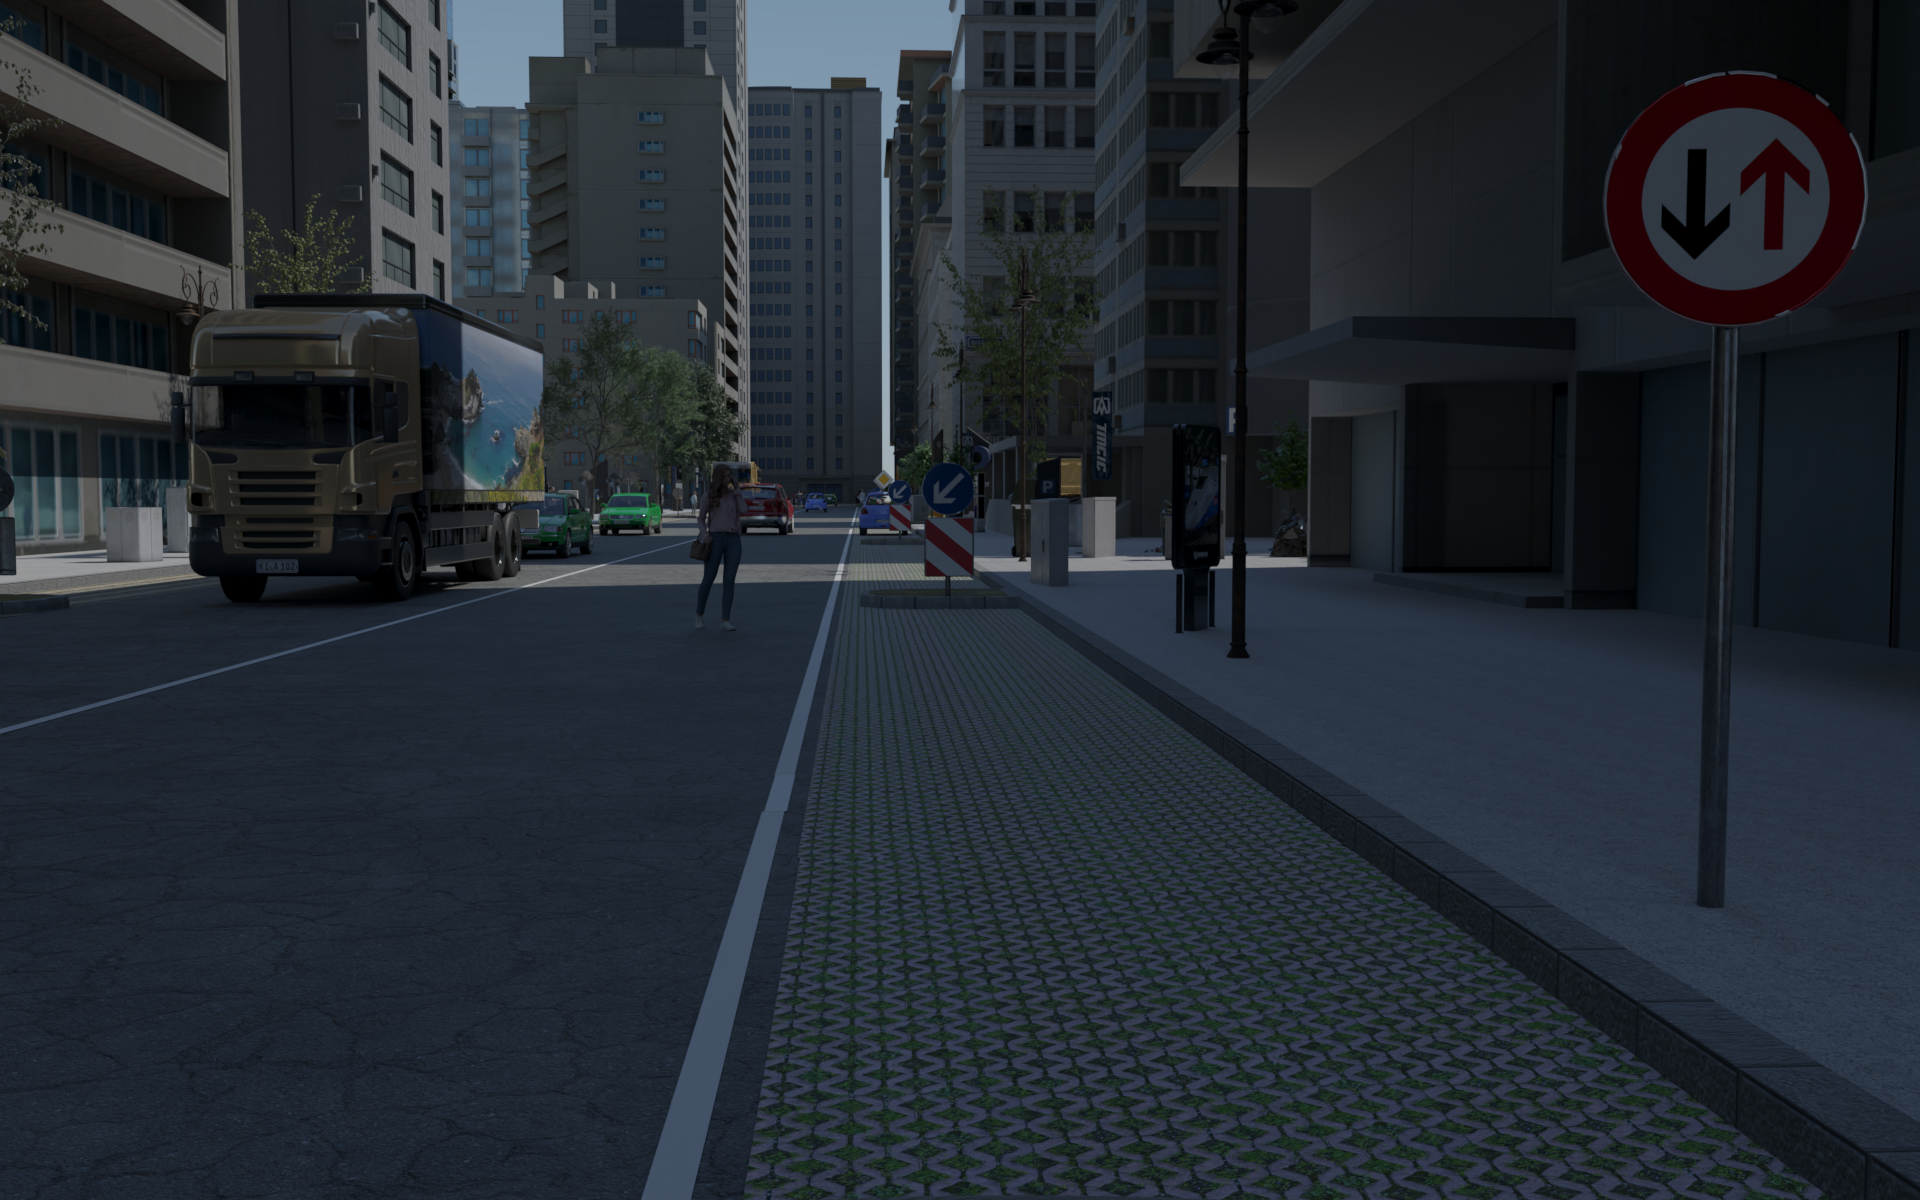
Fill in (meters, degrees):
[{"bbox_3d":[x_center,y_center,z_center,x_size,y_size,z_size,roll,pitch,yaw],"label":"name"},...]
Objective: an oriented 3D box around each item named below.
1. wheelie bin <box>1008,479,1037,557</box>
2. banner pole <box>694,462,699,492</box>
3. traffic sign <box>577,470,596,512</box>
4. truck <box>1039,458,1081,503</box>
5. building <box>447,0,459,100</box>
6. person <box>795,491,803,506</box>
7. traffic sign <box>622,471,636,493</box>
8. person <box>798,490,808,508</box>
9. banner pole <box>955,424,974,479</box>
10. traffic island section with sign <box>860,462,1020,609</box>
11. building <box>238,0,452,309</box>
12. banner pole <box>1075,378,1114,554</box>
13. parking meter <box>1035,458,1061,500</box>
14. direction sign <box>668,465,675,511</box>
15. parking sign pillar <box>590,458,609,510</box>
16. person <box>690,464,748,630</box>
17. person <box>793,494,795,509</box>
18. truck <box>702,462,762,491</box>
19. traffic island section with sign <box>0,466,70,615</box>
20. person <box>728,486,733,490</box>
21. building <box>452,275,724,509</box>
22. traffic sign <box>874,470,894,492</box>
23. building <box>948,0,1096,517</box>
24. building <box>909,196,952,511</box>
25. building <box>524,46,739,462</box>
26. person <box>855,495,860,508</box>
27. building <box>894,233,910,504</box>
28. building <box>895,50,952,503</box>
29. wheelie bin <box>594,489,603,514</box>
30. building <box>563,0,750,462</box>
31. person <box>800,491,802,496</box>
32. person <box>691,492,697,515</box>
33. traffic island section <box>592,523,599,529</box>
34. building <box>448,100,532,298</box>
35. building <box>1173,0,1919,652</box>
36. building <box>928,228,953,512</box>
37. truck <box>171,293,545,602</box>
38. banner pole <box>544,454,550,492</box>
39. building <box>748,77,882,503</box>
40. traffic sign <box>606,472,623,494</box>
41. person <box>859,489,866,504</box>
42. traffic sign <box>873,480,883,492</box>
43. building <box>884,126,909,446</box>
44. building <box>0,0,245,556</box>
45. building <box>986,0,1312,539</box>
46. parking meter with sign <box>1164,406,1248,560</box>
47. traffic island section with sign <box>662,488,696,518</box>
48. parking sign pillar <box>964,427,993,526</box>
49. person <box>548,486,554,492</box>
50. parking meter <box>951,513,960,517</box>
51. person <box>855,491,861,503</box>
[{"bbox_3d":[1.433,-1.676,35.304,0.980,1.594,0.693,2,4,29],"label":"wheelie bin"},{"bbox_3d":[-20.702,-8.923,135.903,0.401,3.779,0.863,2,4,24],"label":"banner pole"},{"bbox_3d":[-15.263,-4.110,70.839,0.795,2.450,0.064,0,4,-3],"label":"traffic sign"},{"bbox_3d":[7.417,-4.894,75.934,9.791,3.379,3.469,0,4,-2],"label":"truck"},{"bbox_3d":[-83.812,-56.938,243.605,31.000,86.520,22.319,0,4,-3],"label":"building"},{"bbox_3d":[-19.498,-12.290,209.530,1.350,1.814,0.705,-2,4,-25],"label":"person"},{"bbox_3d":[-18.438,-5.896,96.503,0.768,2.556,0.104,0,4,1],"label":"traffic sign"},{"bbox_3d":[-15.529,-10.088,173.529,1.350,1.814,0.705,0,4,-1],"label":"person"},{"bbox_3d":[0.108,-4.420,62.284,0.863,3.779,0.401,0,4,-2],"label":"banner pole"},{"bbox_3d":[-0.294,-0.841,22.372,1.989,1.847,2.006,0,4,-3],"label":"traffic island section with sign"},{"bbox_3d":[-26.160,-17.735,61.667,14.107,30.474,14.160,0,4,-3],"label":"building"},{"bbox_3d":[2.895,-2.886,37.207,0.863,3.779,0.401,2,4,25],"label":"banner pole"},{"bbox_3d":[1.416,-1.357,27.904,0.399,1.863,0.255,1,4,12],"label":"parking meter"},{"bbox_3d":[-22.468,-8.743,134.944,0.876,3.537,0.379,3,5,40],"label":"direction sign"},{"bbox_3d":[-26.979,-8.636,129.669,1.447,3.967,1.447,0,4,-7],"label":"parking sign pillar"},{"bbox_3d":[-2.581,-0.566,18.345,0.593,1.750,0.643,-1,4,-20],"label":"person"},{"bbox_3d":[-15.685,-9.305,163.897,0.557,1.426,1.065,0,4,-4],"label":"person"},{"bbox_3d":[-13.725,-6.735,106.035,3.469,3.379,9.791,0,4,-4],"label":"truck"},{"bbox_3d":[-12.112,-0.764,21.121,1.989,1.847,2.006,0,4,-3],"label":"traffic island section with sign"},{"bbox_3d":[-10.393,-4.269,78.469,0.661,1.801,0.590,1,4,15],"label":"person"},{"bbox_3d":[-37.811,-19.715,167.379,27.650,21.520,28.899,0,4,-3],"label":"building"},{"bbox_3d":[-3.137,-4.151,71.510,0.795,2.450,0.064,0,4,-3],"label":"traffic sign"},{"bbox_3d":[14.603,-18.862,85.882,29.804,29.767,11.434,0,4,-3],"label":"building"},{"bbox_3d":[4.365,-18.755,139.931,16.112,22.955,30.059,0,4,-3],"label":"building"},{"bbox_3d":[-36.065,-34.768,192.154,21.300,48.544,21.600,0,4,-3],"label":"building"},{"bbox_3d":[-10.726,-10.488,183.162,0.799,1.438,0.628,1,4,15],"label":"person"},{"bbox_3d":[-0.400,-25.809,193.671,14.160,30.474,14.107,0,4,-3],"label":"building"},{"bbox_3d":[4.820,-31.587,171.068,22.147,44.769,28.867,0,4,-3],"label":"building"},{"bbox_3d":[-23.302,-6.311,111.093,0.693,1.594,0.980,-3,5,-41],"label":"wheelie bin"},{"bbox_3d":[-37.353,-47.635,217.080,20.611,71.187,20.563,0,4,-3],"label":"building"},{"bbox_3d":[-20.814,-13.325,226.456,1.348,1.812,0.705,0,4,1],"label":"person"},{"bbox_3d":[-18.177,-6.623,118.593,0.330,1.601,0.589,-3,4,-37],"label":"person"},{"bbox_3d":[-15.742,-3.461,78.872,2.009,0.180,2.903,0,4,-3],"label":"traffic island section"},{"bbox_3d":[-63.509,-36.340,213.764,30.456,49.044,23.786,0,4,-3],"label":"building"},{"bbox_3d":[17.889,-26.190,17.448,28.713,52.752,27.495,0,4,-3],"label":"building"},{"bbox_3d":[3.399,-16.009,116.502,10.420,20.320,16.860,0,4,-3],"label":"building"},{"bbox_3d":[-8.710,-2.298,26.492,2.839,4.237,11.283,0,4,-2],"label":"truck"},{"bbox_3d":[-26.014,-7.260,108.724,0.863,3.779,0.401,-1,4,-22],"label":"banner pole"},{"bbox_3d":[-25.291,-43.156,247.604,28.212,58.520,21.231,0,4,-3],"label":"building"},{"bbox_3d":[-15.719,-4.598,78.812,0.795,2.450,0.064,0,4,-3],"label":"traffic sign"},{"bbox_3d":[-8.543,-8.829,152.726,0.514,1.842,0.818,-3,5,-43],"label":"person"},{"bbox_3d":[-3.593,-4.639,79.482,0.795,2.450,0.064,0,4,-3],"label":"traffic sign"},{"bbox_3d":[2.828,-40.627,253.488,27.495,52.752,28.713,0,4,-3],"label":"building"},{"bbox_3d":[-29.110,-25.098,34.053,21.300,48.544,21.600,0,4,-3],"label":"building"},{"bbox_3d":[17.417,-22.281,56.177,32.217,40.220,23.993,0,4,-3],"label":"building"},{"bbox_3d":[4.799,-2.303,33.907,1.738,3.016,0.543,-2,4,-34],"label":"parking meter with sign"},{"bbox_3d":[-16.819,-5.800,103.454,1.989,1.847,2.006,0,4,-3],"label":"traffic island section with sign"},{"bbox_3d":[0.819,-4.950,69.401,1.447,3.967,1.447,2,4,27],"label":"parking sign pillar"},{"bbox_3d":[-17.635,-4.052,75.085,0.374,1.781,0.599,-3,5,-39],"label":"person"},{"bbox_3d":[-0.152,-3.173,60.288,0.372,1.533,0.369,0,3,0],"label":"parking meter"},{"bbox_3d":[-11.164,-11.304,193.287,1.348,1.831,0.705,2,4,24],"label":"person"}]
